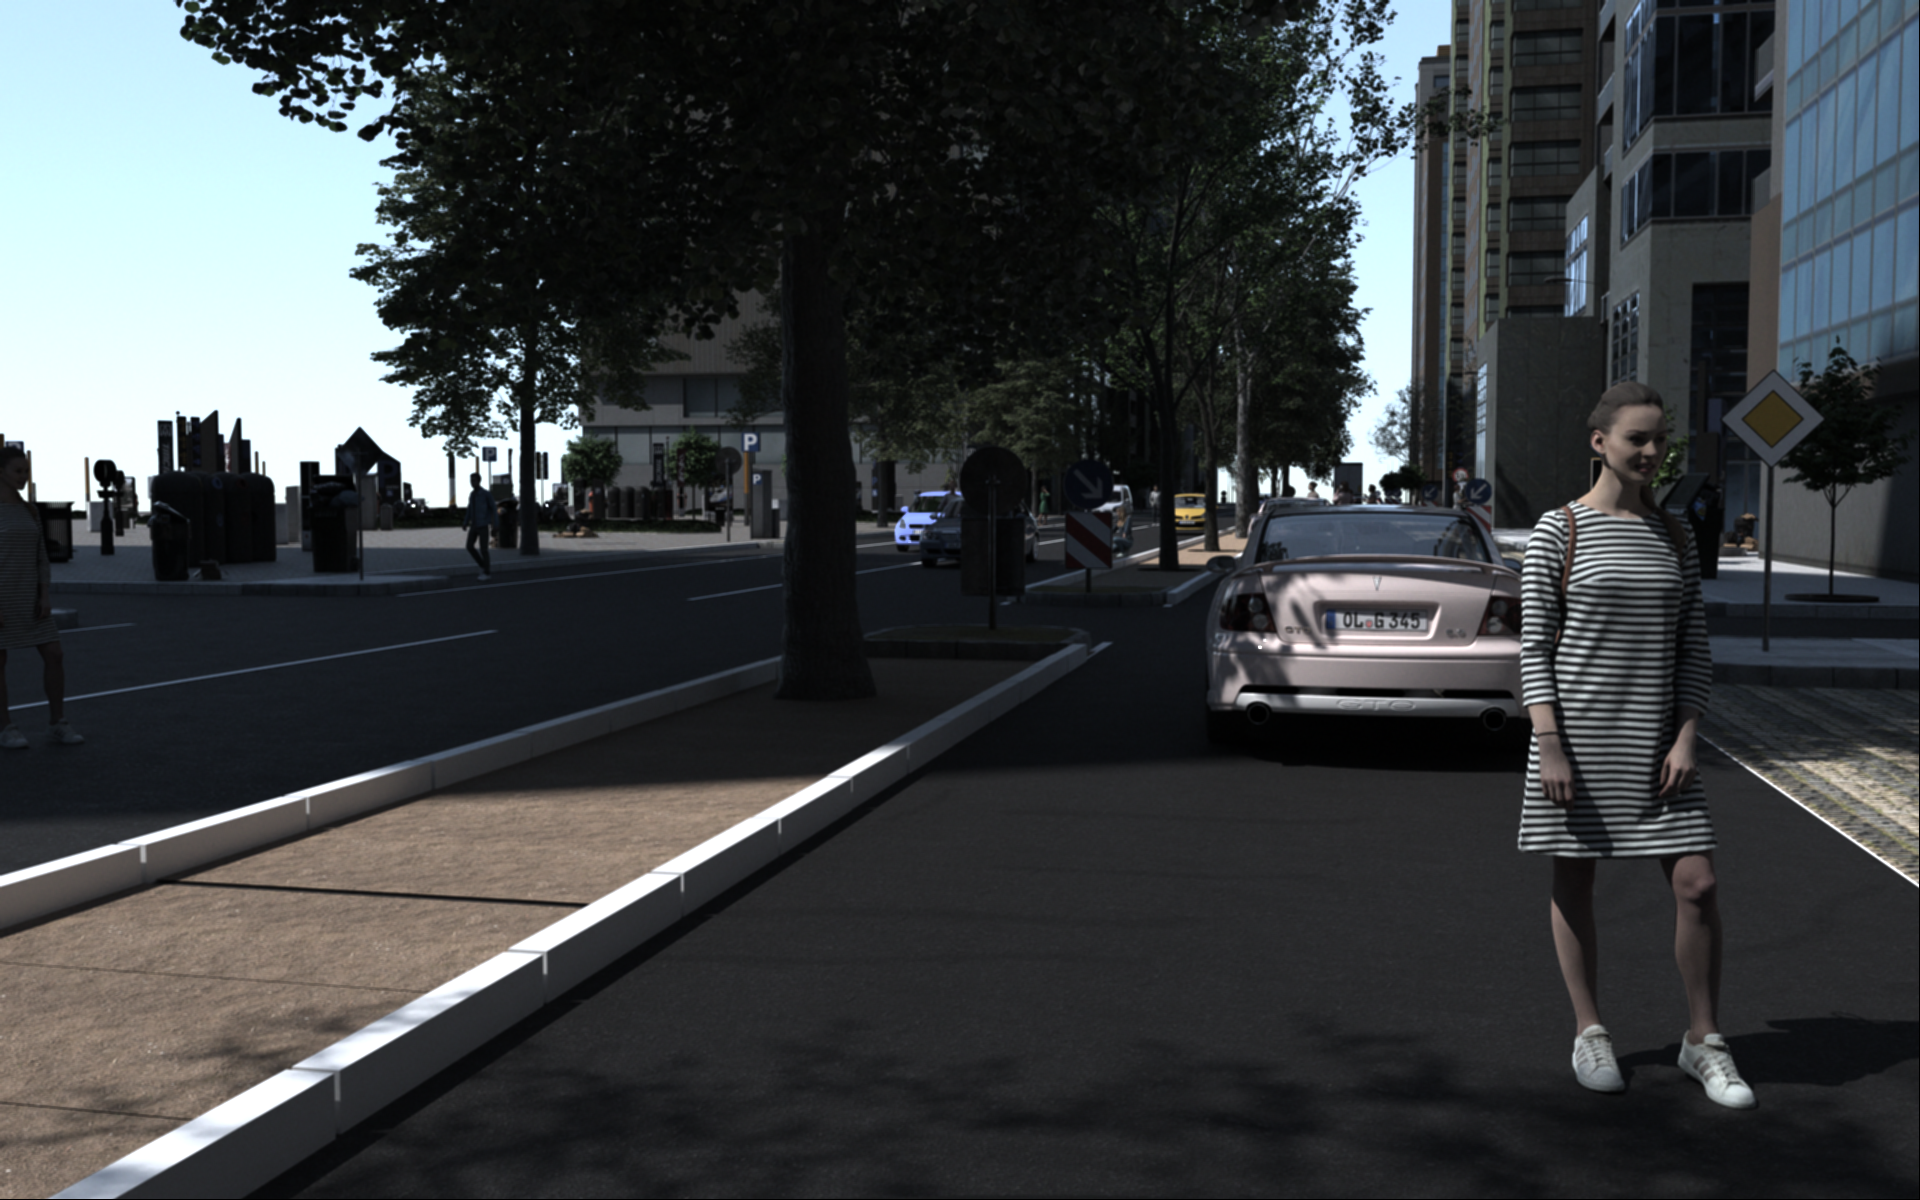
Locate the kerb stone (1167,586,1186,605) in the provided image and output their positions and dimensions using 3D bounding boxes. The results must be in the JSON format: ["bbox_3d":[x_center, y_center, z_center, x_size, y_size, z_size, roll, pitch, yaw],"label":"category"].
[{"bbox_3d":[2.847,-0.045,22.926,0.120,0.150,1.000,1,4,13],"label":"kerb stone"}]

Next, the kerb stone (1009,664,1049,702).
[{"bbox_3d":[0.472,0.601,12.365,0.120,0.150,1.000,1,4,13],"label":"kerb stone"}]

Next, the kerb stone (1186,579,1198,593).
[{"bbox_3d":[3.289,-0.167,24.930,0.120,0.150,1.000,1,4,13],"label":"kerb stone"}]

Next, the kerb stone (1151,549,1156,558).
[{"bbox_3d":[4.166,-0.987,38.379,0.120,0.150,1.000,1,4,13],"label":"kerb stone"}]

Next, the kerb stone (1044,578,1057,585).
[{"bbox_3d":[1.240,-0.192,25.366,0.120,0.150,1.000,1,4,13],"label":"kerb stone"}]

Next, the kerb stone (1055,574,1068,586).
[{"bbox_3d":[1.468,-0.255,26.370,0.120,0.150,1.000,1,4,13],"label":"kerb stone"}]

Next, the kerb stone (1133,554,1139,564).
[{"bbox_3d":[3.495,-0.801,35.382,0.120,0.150,1.000,1,4,13],"label":"kerb stone"}]

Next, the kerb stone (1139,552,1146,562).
[{"bbox_3d":[3.727,-0.867,36.377,0.120,0.150,1.000,1,4,13],"label":"kerb stone"}]

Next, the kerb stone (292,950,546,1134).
[{"bbox_3d":[-1.334,1.095,4.371,0.120,0.150,1.000,1,4,13],"label":"kerb stone"}]

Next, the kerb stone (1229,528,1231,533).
[{"bbox_3d":[9.578,-2.458,62.378,0.120,0.150,1.000,1,4,13],"label":"kerb stone"}]

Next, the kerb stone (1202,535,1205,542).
[{"bbox_3d":[7.097,-1.780,51.374,0.120,0.150,1.000,1,4,13],"label":"kerb stone"}]

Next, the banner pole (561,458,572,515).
[{"bbox_3d":[-23.959,-7.073,105.666,0.863,3.779,0.401,-3,4,-36],"label":"banner pole"}]

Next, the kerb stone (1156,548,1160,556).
[{"bbox_3d":[4.394,-1.050,39.375,0.120,0.150,1.000,1,4,13],"label":"kerb stone"}]

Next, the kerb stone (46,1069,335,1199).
[{"bbox_3d":[-1.555,1.153,3.369,0.120,0.150,1.000,1,4,13],"label":"kerb stone"}]

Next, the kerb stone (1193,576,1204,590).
[{"bbox_3d":[3.516,-0.229,25.932,0.120,0.150,1.000,1,4,13],"label":"kerb stone"}]

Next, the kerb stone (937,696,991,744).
[{"bbox_3d":[0.013,0.724,10.362,0.120,0.150,1.000,1,4,13],"label":"kerb stone"}]

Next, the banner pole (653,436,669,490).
[{"bbox_3d":[-12.881,-5.199,75.013,0.863,3.779,0.401,-1,4,-12],"label":"banner pole"}]

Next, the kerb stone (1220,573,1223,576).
[{"bbox_3d":[4.417,-0.473,29.938,0.120,0.150,1.000,1,4,13],"label":"kerb stone"}]

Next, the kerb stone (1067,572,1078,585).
[{"bbox_3d":[1.687,-0.316,27.369,0.120,0.150,1.000,1,4,13],"label":"kerb stone"}]

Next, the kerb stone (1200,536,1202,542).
[{"bbox_3d":[6.874,-1.724,50.376,0.120,0.150,1.000,1,4,13],"label":"kerb stone"}]

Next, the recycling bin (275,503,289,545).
[{"bbox_3d":[-17.447,-1.913,43.838,0.722,1.027,0.722,-2,4,-31],"label":"recycling bin"}]

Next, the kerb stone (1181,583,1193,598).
[{"bbox_3d":[3.076,-0.103,23.930,0.120,0.150,1.000,1,4,13],"label":"kerb stone"}]

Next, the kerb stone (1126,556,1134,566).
[{"bbox_3d":[3.275,-0.741,34.384,0.120,0.150,1.000,1,4,13],"label":"kerb stone"}]

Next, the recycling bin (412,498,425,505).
[{"bbox_3d":[-31.918,-5.459,101.815,0.722,1.027,0.722,0,4,6],"label":"recycling bin"}]

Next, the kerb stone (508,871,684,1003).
[{"bbox_3d":[-1.109,1.031,5.369,0.120,0.150,1.000,1,4,13],"label":"kerb stone"}]

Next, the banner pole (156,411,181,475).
[{"bbox_3d":[-23.626,-3.786,51.921,0.401,3.779,0.863,3,5,39],"label":"banner pole"}]

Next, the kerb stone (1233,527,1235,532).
[{"bbox_3d":[10.026,-2.576,64.388,0.120,0.150,1.000,1,4,13],"label":"kerb stone"}]

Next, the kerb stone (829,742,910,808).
[{"bbox_3d":[-0.438,0.846,8.363,0.120,0.150,1.000,1,4,13],"label":"kerb stone"}]

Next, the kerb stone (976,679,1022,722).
[{"bbox_3d":[0.239,0.663,11.360,0.120,0.150,1.000,1,4,13],"label":"kerb stone"}]

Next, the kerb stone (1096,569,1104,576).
[{"bbox_3d":[2.358,-0.500,30.364,0.120,0.150,1.000,1,4,13],"label":"kerb stone"}]

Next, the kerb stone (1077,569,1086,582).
[{"bbox_3d":[1.923,-0.377,28.367,0.120,0.150,1.000,1,4,13],"label":"kerb stone"}]

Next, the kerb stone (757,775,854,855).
[{"bbox_3d":[-0.659,0.909,7.363,0.120,0.150,1.000,1,4,13],"label":"kerb stone"}]

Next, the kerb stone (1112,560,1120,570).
[{"bbox_3d":[2.815,-0.623,32.375,0.120,0.150,1.000,1,4,13],"label":"kerb stone"}]

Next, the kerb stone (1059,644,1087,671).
[{"bbox_3d":[0.918,0.482,14.371,0.120,0.150,1.000,1,4,13],"label":"kerb stone"}]

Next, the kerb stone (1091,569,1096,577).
[{"bbox_3d":[2.138,-0.439,29.366,0.120,0.150,1.000,1,4,13],"label":"kerb stone"}]

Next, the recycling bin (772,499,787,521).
[{"bbox_3d":[-8.685,-4.316,83.116,0.722,1.027,0.722,3,5,42],"label":"recycling bin"}]

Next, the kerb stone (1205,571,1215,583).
[{"bbox_3d":[3.975,-0.347,27.937,0.120,0.150,1.000,1,4,13],"label":"kerb stone"}]

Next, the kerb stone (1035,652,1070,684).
[{"bbox_3d":[0.689,0.540,13.371,0.120,0.150,1.000,1,4,13],"label":"kerb stone"}]

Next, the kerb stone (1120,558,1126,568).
[{"bbox_3d":[3.036,-0.682,33.376,0.120,0.150,1.000,1,4,13],"label":"kerb stone"}]

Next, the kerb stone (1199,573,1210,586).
[{"bbox_3d":[3.743,-0.290,26.937,0.120,0.150,1.000,1,4,13],"label":"kerb stone"}]

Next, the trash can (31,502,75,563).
[{"bbox_3d":[-16.993,-1.274,32.484,0.748,1.137,0.748,0,3,0],"label":"trash can"}]

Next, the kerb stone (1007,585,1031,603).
[{"bbox_3d":[0.788,-0.066,23.358,0.120,0.150,1.000,1,4,13],"label":"kerb stone"}]

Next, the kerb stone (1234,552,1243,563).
[{"bbox_3d":[5.995,-0.901,36.925,0.120,0.150,1.000,1,4,13],"label":"kerb stone"}]

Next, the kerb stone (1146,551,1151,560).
[{"bbox_3d":[3.950,-0.928,37.375,0.120,0.150,1.000,1,4,13],"label":"kerb stone"}]

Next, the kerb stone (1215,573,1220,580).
[{"bbox_3d":[4.200,-0.408,28.934,0.120,0.150,1.000,1,4,13],"label":"kerb stone"}]

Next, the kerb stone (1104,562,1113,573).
[{"bbox_3d":[2.595,-0.555,31.371,0.120,0.150,1.000,1,4,13],"label":"kerb stone"}]

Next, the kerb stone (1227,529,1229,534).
[{"bbox_3d":[9.350,-2.396,61.378,0.120,0.150,1.000,1,4,13],"label":"kerb stone"}]

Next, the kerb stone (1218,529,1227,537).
[{"bbox_3d":[9.124,-2.335,60.375,0.120,0.150,1.000,1,4,13],"label":"kerb stone"}]

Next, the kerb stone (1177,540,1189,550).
[{"bbox_3d":[5.970,-1.479,46.376,0.120,0.150,1.000,1,4,13],"label":"kerb stone"}]

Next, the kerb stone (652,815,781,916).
[{"bbox_3d":[-0.884,0.968,6.366,0.120,0.150,1.000,1,4,13],"label":"kerb stone"}]

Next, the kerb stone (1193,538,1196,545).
[{"bbox_3d":[6.424,-1.596,48.372,0.120,0.150,1.000,1,4,13],"label":"kerb stone"}]

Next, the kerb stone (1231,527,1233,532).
[{"bbox_3d":[9.803,-2.520,63.391,0.120,0.150,1.000,1,4,13],"label":"kerb stone"}]

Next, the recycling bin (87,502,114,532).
[{"bbox_3d":[-29.023,-2.808,58.459,0.722,1.027,0.722,-2,4,-34],"label":"recycling bin"}]

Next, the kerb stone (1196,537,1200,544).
[{"bbox_3d":[6.655,-1.659,49.373,0.120,0.150,1.000,1,4,13],"label":"kerb stone"}]

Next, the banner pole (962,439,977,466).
[{"bbox_3d":[0.361,-5.415,78.556,0.863,3.779,0.401,1,4,12],"label":"banner pole"}]

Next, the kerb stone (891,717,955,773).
[{"bbox_3d":[-0.209,0.785,9.364,0.120,0.150,1.000,1,4,13],"label":"kerb stone"}]

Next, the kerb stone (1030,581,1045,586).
[{"bbox_3d":[1.015,-0.133,24.366,0.120,0.150,1.000,1,4,13],"label":"kerb stone"}]

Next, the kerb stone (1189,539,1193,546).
[{"bbox_3d":[6.199,-1.535,47.374,0.120,0.150,1.000,1,4,13],"label":"kerb stone"}]
